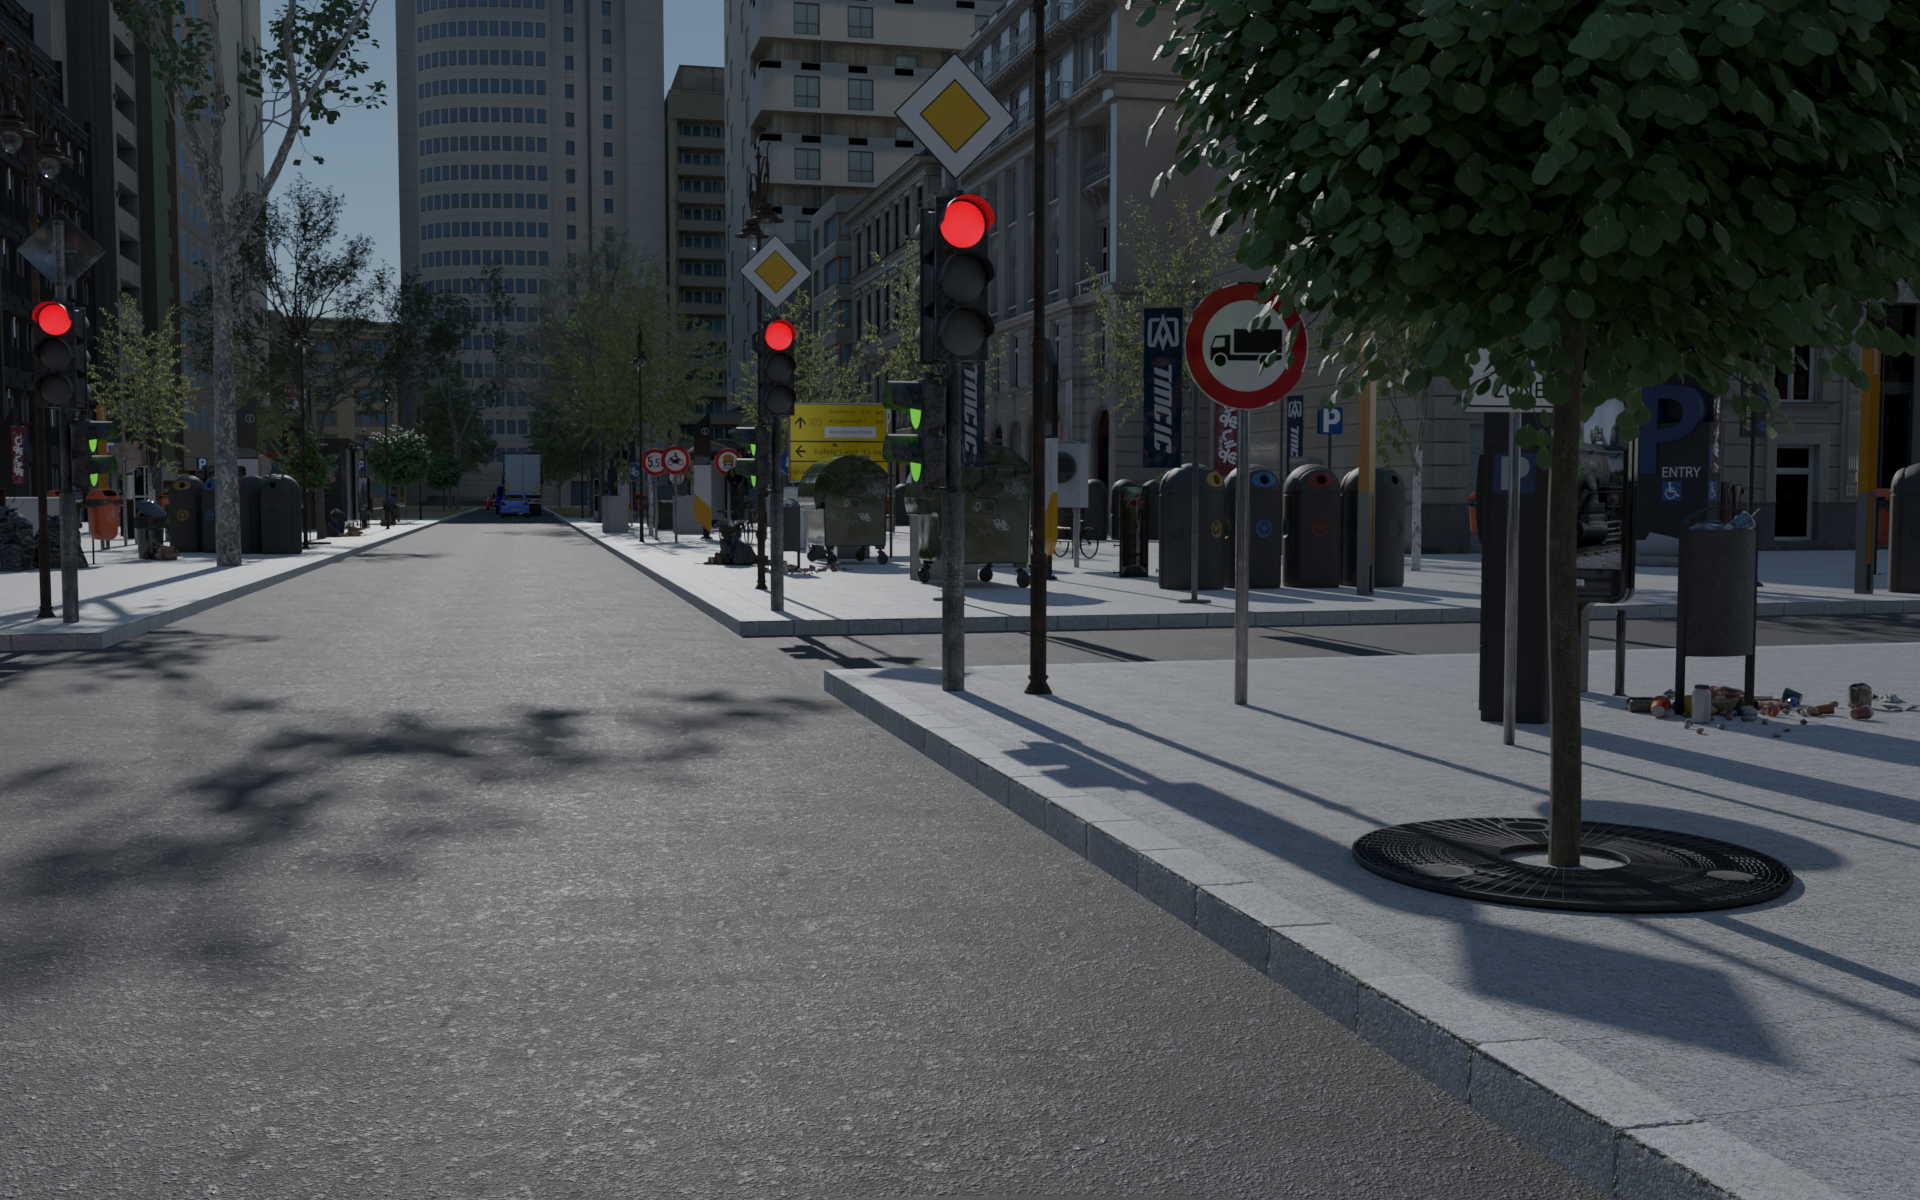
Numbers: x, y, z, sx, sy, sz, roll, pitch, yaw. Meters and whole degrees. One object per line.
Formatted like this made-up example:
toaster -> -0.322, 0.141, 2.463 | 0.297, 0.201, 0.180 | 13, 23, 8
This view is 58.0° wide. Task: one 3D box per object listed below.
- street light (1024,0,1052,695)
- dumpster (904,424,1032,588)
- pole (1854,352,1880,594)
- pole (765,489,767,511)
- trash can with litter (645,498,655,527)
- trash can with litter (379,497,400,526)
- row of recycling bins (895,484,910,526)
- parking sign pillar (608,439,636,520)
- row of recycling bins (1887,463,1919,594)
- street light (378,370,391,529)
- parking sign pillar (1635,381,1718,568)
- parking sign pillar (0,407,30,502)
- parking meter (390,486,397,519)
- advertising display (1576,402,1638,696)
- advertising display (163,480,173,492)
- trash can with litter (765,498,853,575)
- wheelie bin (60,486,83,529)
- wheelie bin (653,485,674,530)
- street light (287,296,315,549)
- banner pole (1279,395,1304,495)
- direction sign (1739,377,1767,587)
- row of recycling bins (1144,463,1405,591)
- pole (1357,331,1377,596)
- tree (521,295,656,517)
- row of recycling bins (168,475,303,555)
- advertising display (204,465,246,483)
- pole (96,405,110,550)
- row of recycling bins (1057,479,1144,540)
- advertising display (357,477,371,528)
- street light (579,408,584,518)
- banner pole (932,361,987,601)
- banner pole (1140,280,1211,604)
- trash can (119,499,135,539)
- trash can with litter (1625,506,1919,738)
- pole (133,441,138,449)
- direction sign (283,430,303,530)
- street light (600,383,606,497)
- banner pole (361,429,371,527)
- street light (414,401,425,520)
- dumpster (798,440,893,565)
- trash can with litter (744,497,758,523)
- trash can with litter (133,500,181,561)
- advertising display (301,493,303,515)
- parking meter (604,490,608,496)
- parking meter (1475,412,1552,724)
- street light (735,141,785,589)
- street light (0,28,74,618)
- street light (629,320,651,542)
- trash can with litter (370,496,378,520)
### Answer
street light -> 0.503, -2.336, 10.981 | 0.468, 5.910, 1.993 | -1, 4, -14
dumpster -> 0.156, -1.330, 24.235 | 1.502, 2.255, 1.985 | -1, 4, -14
pole -> 11.635, -1.734, 22.199 | 0.158, 3.312, 0.155 | 0, 3, 0
pole -> -6.645, -3.978, 58.886 | 0.158, 3.312, 0.155 | 0, 3, 0
trash can with litter -> -11.803, -3.397, 66.928 | 0.624, 1.170, 1.055 | -1, 4, -20
trash can with litter -> -23.087, -3.588, 70.050 | 0.624, 1.170, 1.055 | 0, 4, -1
row of recycling bins -> -3.608, -3.926, 71.307 | 3.534, 1.692, 1.069 | 1, 4, 21
parking sign pillar -> -16.492, -5.869, 84.428 | 1.447, 3.967, 1.447 | -3, 4, -36
row of recycling bins -> 13.804, -0.976, 23.069 | 3.534, 1.692, 1.069 | -1, 4, -21
street light -> -20.894, -5.523, 63.084 | 0.468, 5.910, 1.993 | -1, 4, -14
parking sign pillar -> 12.748, -2.588, 30.779 | 1.447, 3.967, 1.447 | -3, 5, -43
parking sign pillar -> -29.524, -4.002, 53.911 | 1.447, 3.967, 1.447 | 2, 4, 35
parking meter -> -29.185, -5.115, 89.348 | 0.255, 1.863, 0.399 | 0, 4, 7
advertising display -> 3.925, -0.372, 11.301 | 0.123, 1.923, 0.974 | -3, 5, -40
advertising display -> -37.061, -4.644, 81.140 | 0.974, 1.923, 0.123 | 3, 5, 44
trash can with litter -> -2.487, -1.071, 28.565 | 1.678, 1.210, 2.233 | 3, 5, 40
wheelie bin -> -32.735, -3.406, 63.604 | 0.693, 1.594, 0.980 | 1, 4, 13
wheelie bin -> -10.715, -3.345, 62.605 | 0.980, 1.594, 0.693 | -2, 4, -28
street light -> -15.390, -4.146, 40.571 | 0.468, 5.910, 1.993 | -1, 4, -14
banner pole -> 7.365, -2.982, 38.780 | 0.401, 3.779, 0.863 | -3, 4, -39
direction sign -> 10.984, -1.959, 24.022 | 0.379, 3.537, 0.876 | 3, 5, 45
row of recycling bins -> 4.408, -1.020, 23.784 | 3.534, 1.692, 1.069 | -1, 4, -16
pole -> 5.135, -1.713, 21.851 | 0.158, 3.312, 0.155 | 0, 3, 0
tree -> -20.427, -10.967, 97.433 | 7.486, 12.596, 7.792 | 0, 3, 0
row of recycling bins -> -15.763, -1.869, 37.675 | 3.534, 1.692, 1.069 | 2, 4, 24
advertising display -> -16.679, -2.089, 39.361 | 0.123, 1.923, 0.974 | 2, 4, 35
pole -> -19.678, -2.810, 39.780 | 0.158, 3.312, 0.155 | 0, 3, 0
row of recycling bins -> 4.204, -2.534, 48.545 | 3.534, 1.692, 1.069 | 0, 4, -8
advertising display -> -22.419, -3.667, 65.175 | 0.123, 1.923, 0.974 | -3, 5, -39
street light -> -19.920, -7.245, 91.244 | 0.468, 5.910, 1.993 | -1, 4, -14
banner pole -> 0.023, -1.870, 20.587 | 0.401, 3.779, 0.863 | -3, 5, -43
banner pole -> 2.549, -1.860, 20.428 | 0.863, 3.779, 0.401 | 1, 4, 16
trash can -> -23.808, -2.331, 49.773 | 0.748, 1.137, 0.748 | 0, 3, 0
trash can with litter -> 4.819, 0.057, 10.122 | 2.233, 1.210, 1.678 | -1, 4, -18
pole -> -31.423, -4.419, 66.096 | 0.158, 3.312, 0.155 | 0, 3, 0
direction sign -> -23.338, -4.218, 60.962 | 0.876, 3.537, 0.379 | -1, 4, -14
street light -> -14.183, -5.871, 68.784 | 0.468, 5.910, 1.993 | -1, 4, -14
banner pole -> -22.998, -4.712, 67.063 | 0.401, 3.779, 0.863 | 0, 4, -5
street light -> -26.881, -6.933, 86.149 | 0.468, 5.910, 1.993 | -1, 4, -14
dumpster -> -2.116, -1.808, 32.062 | 1.502, 2.255, 1.985 | -1, 4, -14
trash can with litter -> -9.200, -3.992, 76.655 | 1.055, 1.170, 0.624 | 2, 4, 29
trash can with litter -> -15.593, -1.368, 33.756 | 1.055, 1.170, 0.624 | 2, 4, 32
advertising display -> -22.324, -3.218, 57.826 | 0.974, 1.923, 0.123 | 0, 4, 6
parking meter -> -18.361, -5.004, 90.224 | 0.372, 1.533, 0.369 | 0, 3, 0
parking meter -> 3.129, -0.248, 9.771 | 0.399, 1.863, 0.255 | 2, 4, 29
street light -> -2.678, -3.082, 23.185 | 0.468, 5.910, 1.993 | -1, 4, -14
street light -> -9.489, -2.753, 17.807 | 0.468, 5.910, 1.993 | -1, 4, -14
street light -> -8.540, -4.497, 46.306 | 0.468, 5.910, 1.993 | -1, 4, -14
trash can with litter -> -29.732, -4.571, 85.798 | 2.233, 1.210, 1.678 | 0, 4, -5
